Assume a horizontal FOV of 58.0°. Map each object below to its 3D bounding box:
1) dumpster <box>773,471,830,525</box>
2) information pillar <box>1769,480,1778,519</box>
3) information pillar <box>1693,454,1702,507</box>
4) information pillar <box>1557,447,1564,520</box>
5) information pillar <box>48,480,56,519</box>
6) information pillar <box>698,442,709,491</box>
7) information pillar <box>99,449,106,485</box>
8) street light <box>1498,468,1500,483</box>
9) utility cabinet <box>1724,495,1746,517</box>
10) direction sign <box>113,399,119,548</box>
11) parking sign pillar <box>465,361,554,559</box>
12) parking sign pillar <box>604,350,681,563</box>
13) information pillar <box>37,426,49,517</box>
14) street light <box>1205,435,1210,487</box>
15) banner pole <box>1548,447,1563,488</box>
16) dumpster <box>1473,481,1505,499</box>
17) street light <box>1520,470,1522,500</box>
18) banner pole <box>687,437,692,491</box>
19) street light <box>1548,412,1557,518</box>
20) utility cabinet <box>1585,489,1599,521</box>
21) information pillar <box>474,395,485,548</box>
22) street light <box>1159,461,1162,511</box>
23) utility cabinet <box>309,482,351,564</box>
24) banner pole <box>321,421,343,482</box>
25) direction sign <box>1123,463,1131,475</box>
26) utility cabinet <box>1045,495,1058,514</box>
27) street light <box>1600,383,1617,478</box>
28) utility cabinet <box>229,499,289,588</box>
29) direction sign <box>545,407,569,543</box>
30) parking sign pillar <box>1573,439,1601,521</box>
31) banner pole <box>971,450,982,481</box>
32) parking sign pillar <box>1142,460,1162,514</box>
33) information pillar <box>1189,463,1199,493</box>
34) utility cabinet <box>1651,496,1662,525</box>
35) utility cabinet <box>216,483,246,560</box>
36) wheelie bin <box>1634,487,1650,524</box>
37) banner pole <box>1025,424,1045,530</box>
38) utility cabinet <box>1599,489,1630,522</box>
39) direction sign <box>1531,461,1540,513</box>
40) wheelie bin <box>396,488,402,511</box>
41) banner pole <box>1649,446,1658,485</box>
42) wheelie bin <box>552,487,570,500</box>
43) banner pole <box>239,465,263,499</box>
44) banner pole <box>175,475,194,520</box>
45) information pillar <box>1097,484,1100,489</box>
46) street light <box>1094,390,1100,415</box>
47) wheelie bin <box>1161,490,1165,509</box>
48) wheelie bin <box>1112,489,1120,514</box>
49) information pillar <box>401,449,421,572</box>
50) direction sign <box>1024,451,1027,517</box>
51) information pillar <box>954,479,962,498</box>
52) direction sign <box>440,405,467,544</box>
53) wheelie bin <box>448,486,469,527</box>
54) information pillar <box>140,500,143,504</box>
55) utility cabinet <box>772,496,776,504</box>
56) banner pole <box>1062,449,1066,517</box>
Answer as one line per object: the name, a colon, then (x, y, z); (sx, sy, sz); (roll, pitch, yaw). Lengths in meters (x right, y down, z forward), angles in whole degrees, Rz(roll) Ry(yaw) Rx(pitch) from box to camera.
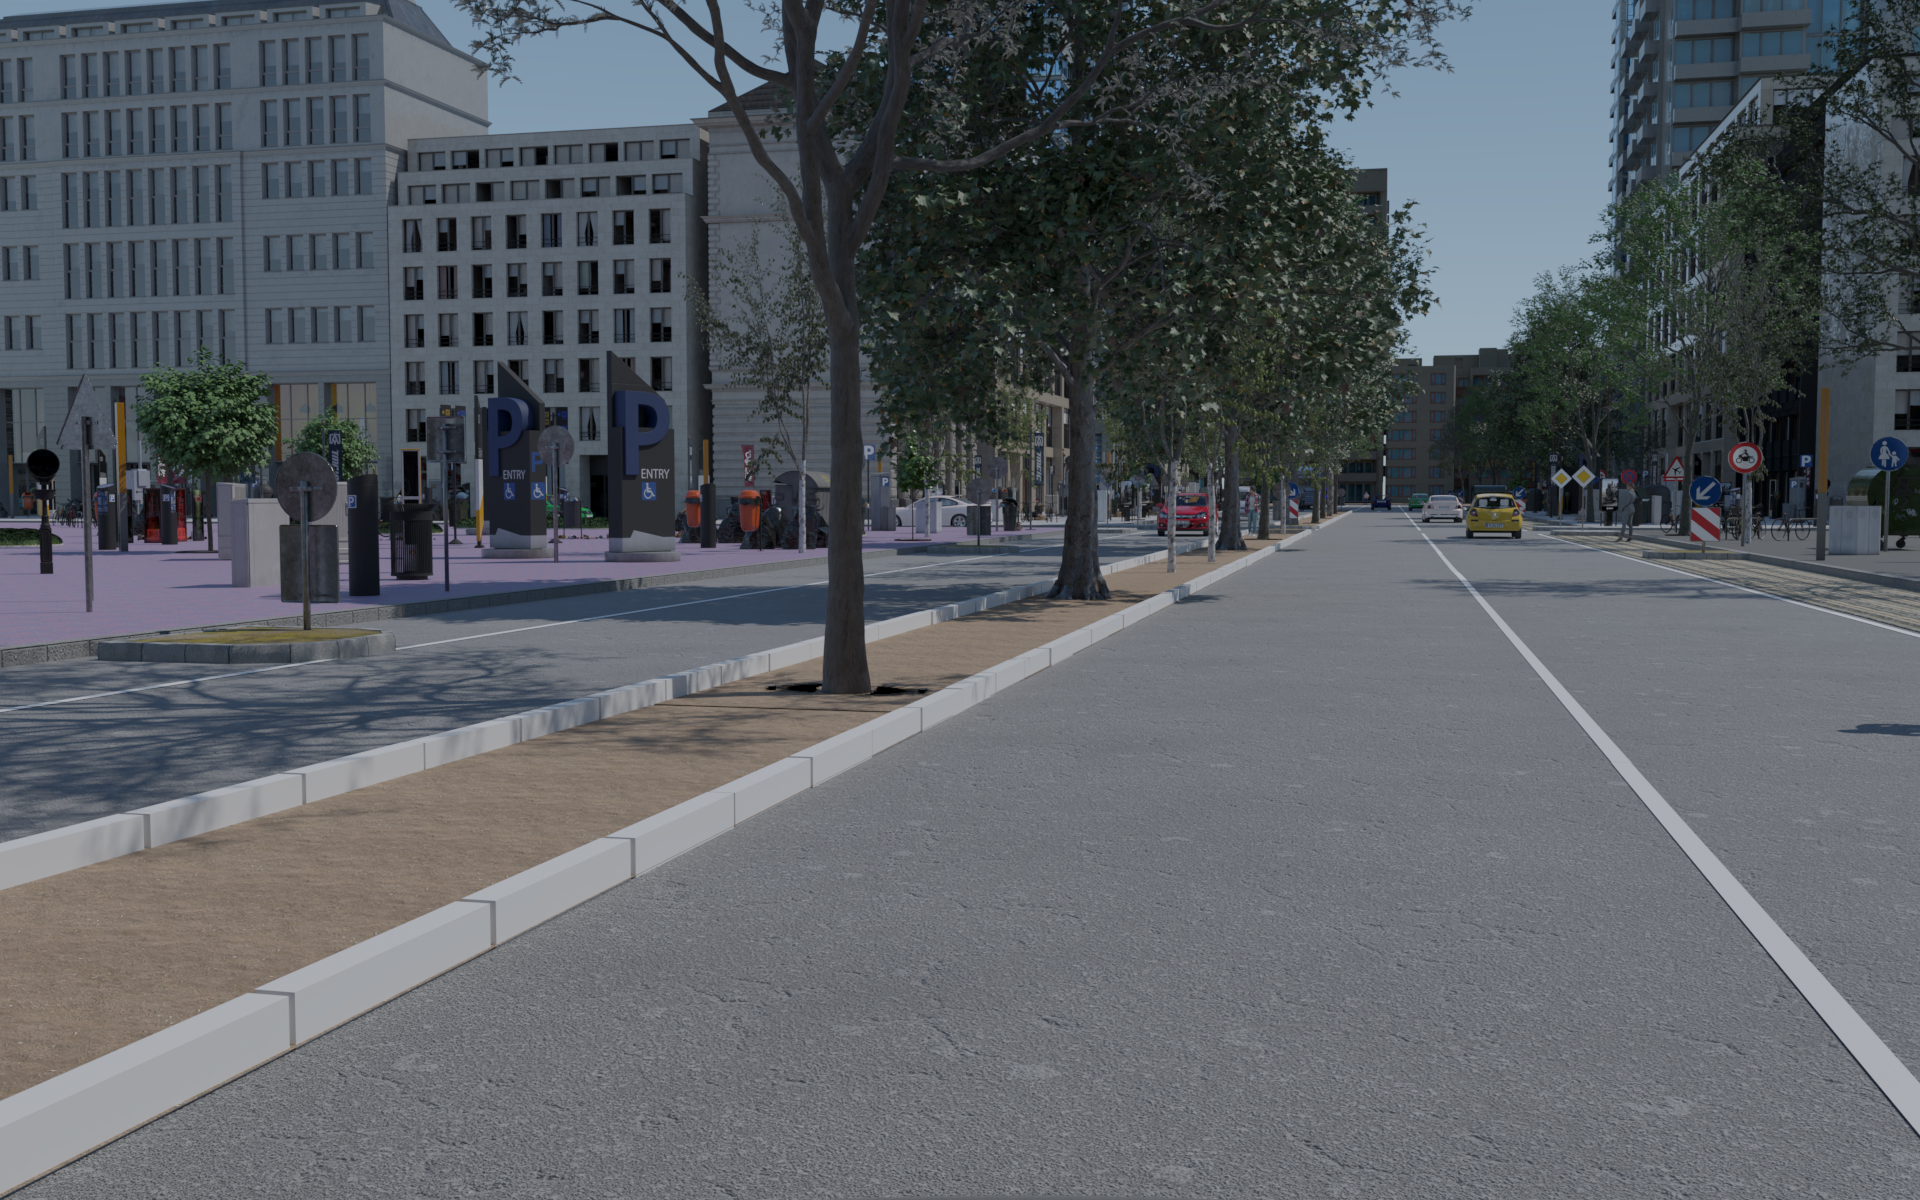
dumpster: (-3.868, -2.311, 43.544); (1.264, 1.857, 1.865); (1, 4, 14)
information pillar: (41.784, -5.167, 88.971); (0.304, 2.012, 0.304); (3, 5, 41)
information pillar: (42.725, -6.670, 100.406); (0.504, 3.616, 0.183); (-1, 4, -14)
information pillar: (30.130, -5.837, 86.785); (0.183, 3.616, 0.504); (2, 4, 32)
information pillar: (-46.795, -5.182, 89.221); (0.304, 2.012, 0.304); (0, 4, -1)
information pillar: (-11.398, -5.249, 77.168); (0.504, 3.616, 0.183); (-1, 4, -21)
information pillar: (-43.492, -5.901, 87.841); (0.183, 3.616, 0.504); (1, 4, 10)
street light: (43.554, -10.223, 139.926); (0.468, 5.910, 1.993); (1, 4, 14)
utility cabinet: (38.031, -4.511, 84.922); (1.020, 1.237, 0.306); (1, 4, 22)
direction sign: (-20.205, -3.027, 41.493); (0.379, 3.537, 0.876); (-2, 4, -28)
parking sign pillar: (-8.905, -2.833, 34.797); (1.447, 3.967, 1.447); (3, 4, 37)
parking sign pillar: (-6.072, -2.725, 33.023); (1.447, 3.967, 1.447); (3, 5, 40)
information pillar: (-31.458, -4.163, 59.418); (0.504, 3.616, 0.183); (2, 4, 32)
street light: (16.824, -8.881, 117.997); (0.468, 5.910, 1.993); (1, 4, 14)
banner pole: (31.707, -6.244, 92.107); (0.863, 3.779, 0.401); (2, 4, 28)
dumpster: (34.312, -6.567, 112.320); (1.985, 2.255, 1.502); (1, 4, 13)
street light: (37.952, -8.830, 117.163); (0.468, 5.910, 1.993); (1, 4, 14)
banner pole: (-11.827, -5.257, 75.964); (0.401, 3.779, 0.863); (0, 4, 3)
street light: (32.107, -7.407, 93.886); (0.468, 5.910, 1.993); (1, 4, 14)
utility cabinet: (30.297, -4.504, 82.317); (0.318, 1.500, 1.173); (-2, 4, -31)
information pillar: (-11.457, -3.051, 41.243); (0.183, 3.616, 0.504); (0, 4, -5)
street light: (11.047, -7.492, 95.277); (0.468, 5.910, 1.993); (1, 4, 14)
utility cabinet: (-11.328, -1.402, 31.594); (0.318, 1.500, 1.173); (3, 5, 43)
banner pole: (-21.595, -4.248, 59.469); (0.863, 3.779, 0.401); (0, 4, -1)
direction sign: (12.081, -8.107, 124.541); (0.876, 3.537, 0.379); (2, 4, 35)
utility cabinet: (5.998, -6.210, 112.701); (1.020, 1.237, 0.306); (3, 5, 41)
street light: (26.427, -5.989, 70.713); (0.468, 5.910, 1.993); (1, 4, 14)
utility cabinet: (-9.787, -0.800, 24.235); (0.306, 1.237, 1.020); (1, 4, 11)
direction sign: (-10.573, -3.250, 45.133); (0.876, 3.537, 0.379); (1, 4, 21)
parking sign pillar: (30.487, -5.834, 83.864); (1.447, 3.967, 1.447); (0, 4, -8)
banner pole: (0.881, -6.587, 97.716); (0.863, 3.779, 0.401); (-2, 4, -26)
parking sign pillar: (12.110, -7.425, 109.869); (1.447, 3.967, 1.447); (0, 4, -6)
information pillar: (17.688, -8.481, 130.020); (0.504, 3.616, 0.183); (0, 4, 1)
utility cabinet: (28.995, -3.726, 72.085); (0.306, 1.237, 1.020); (1, 4, 17)
utility cabinet: (-14.245, -1.544, 33.927); (0.318, 1.500, 1.173); (-1, 4, -11)
wheelie bin: (29.216, -4.079, 74.606); (0.980, 1.594, 0.693); (-3, 4, -36)
banner pole: (2.701, -4.392, 61.827); (0.863, 3.779, 0.401); (-3, 5, -39)
utility cabinet: (29.984, -4.314, 79.218); (1.173, 1.500, 0.318); (1, 4, 9)
direction sign: (39.230, -7.709, 118.036); (0.379, 3.537, 0.876); (-1, 4, -19)
wheelie bin: (-25.613, -4.418, 80.150); (0.693, 1.594, 0.980); (1, 4, 15)
banner pole: (36.235, -6.154, 90.640); (0.401, 3.779, 0.863); (-1, 4, -15)
wheelie bin: (-18.454, -4.420, 80.182); (0.693, 1.594, 0.980); (3, 4, 36)
banner pole: (-20.672, -3.708, 50.649); (0.863, 3.779, 0.401); (-3, 5, -39)
banner pole: (-38.167, -5.845, 85.585); (0.863, 3.779, 0.401); (1, 4, 15)
information pillar: (10.123, -7.567, 128.215); (0.304, 2.012, 0.304); (-1, 4, -14)
street light: (5.525, -6.098, 72.495); (0.468, 5.910, 1.993); (1, 4, 14)
wheelie bin: (16.006, -7.901, 137.089); (0.693, 1.594, 0.980); (-2, 4, -25)
wheelie bin: (9.704, -6.272, 110.461); (0.693, 1.594, 0.980); (0, 4, 6)
information pillar: (-8.941, -1.453, 28.249); (0.304, 2.012, 0.304); (-1, 4, -16)
direction sign: (3.485, -6.093, 91.612); (0.379, 3.537, 0.876); (0, 4, -4)
information pillar: (-0.098, -4.903, 84.649); (0.304, 2.012, 0.304); (1, 4, 22)
direction sign: (-12.914, -3.194, 44.227); (0.379, 3.537, 0.876); (2, 4, 27)
wheelie bin: (-19.729, -3.679, 68.068); (0.980, 1.594, 0.693); (1, 4, 20)
information pillar: (-34.041, -4.150, 72.343); (0.304, 2.012, 0.304); (-3, 4, -37)
utility cabinet: (-6.764, -3.271, 64.642); (0.306, 1.237, 1.020); (-3, 5, -42)
banner pole: (5.732, -6.453, 95.522); (0.401, 3.779, 0.863); (1, 4, 15)
